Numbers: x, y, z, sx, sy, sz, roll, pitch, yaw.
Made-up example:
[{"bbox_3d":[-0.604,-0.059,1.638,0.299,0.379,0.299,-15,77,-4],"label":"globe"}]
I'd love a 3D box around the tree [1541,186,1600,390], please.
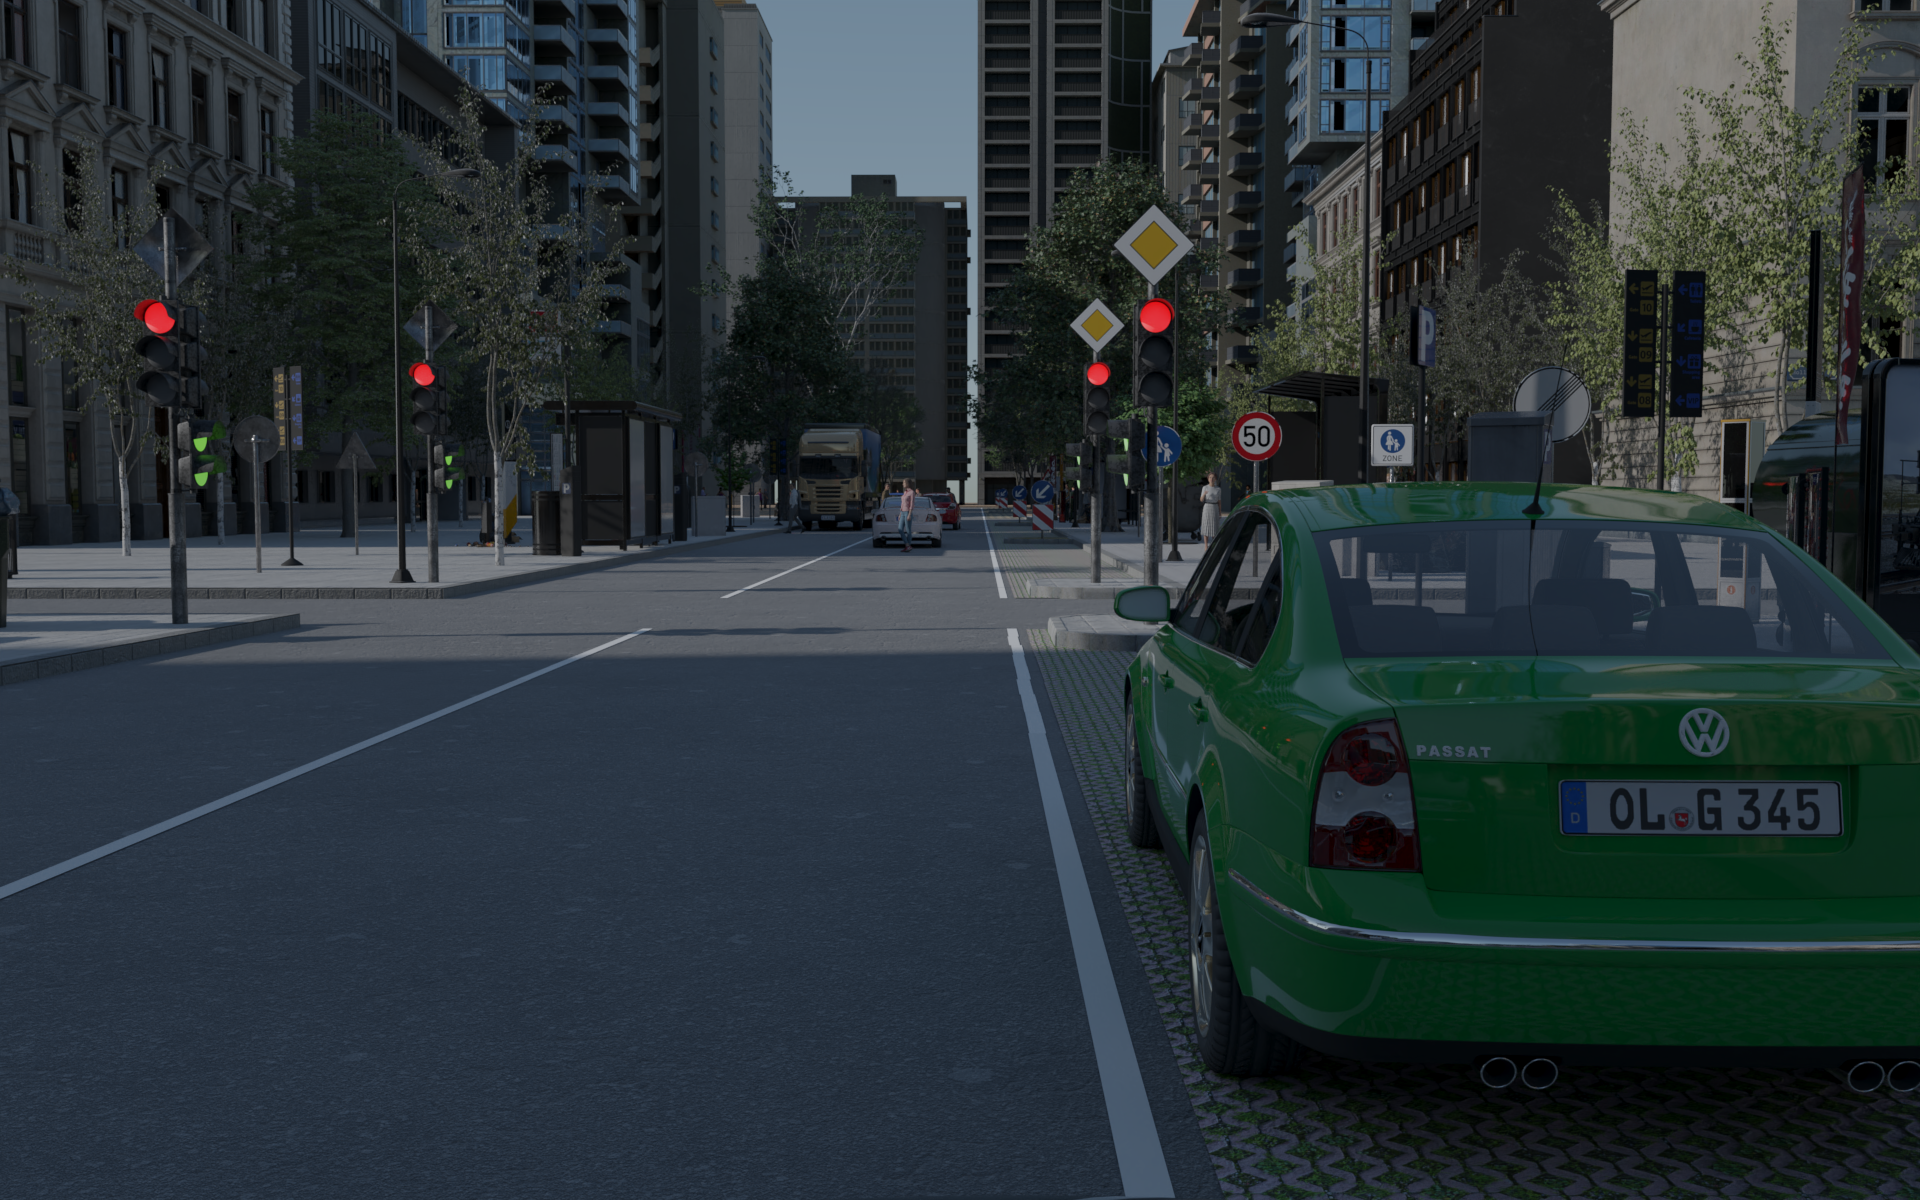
[{"bbox_3d":[13.113,-4.993,32.002,4.737,8.622,4.395,0,3,0],"label":"tree"}]

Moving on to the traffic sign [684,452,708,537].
[{"bbox_3d":[-7.922,-3.171,51.954,0.768,2.556,0.104,1,4,10],"label":"traffic sign"}]

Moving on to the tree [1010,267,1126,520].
[{"bbox_3d":[5.674,-10.079,82.916,7.486,12.596,7.792,0,3,0],"label":"tree"}]

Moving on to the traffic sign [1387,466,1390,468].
[{"bbox_3d":[8.978,-2.266,37.149,0.768,2.556,0.104,1,4,10],"label":"traffic sign"}]

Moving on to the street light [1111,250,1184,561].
[{"bbox_3d":[3.574,-3.699,33.026,1.470,5.913,1.316,0,4,1],"label":"street light"}]

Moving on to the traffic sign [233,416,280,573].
[{"bbox_3d":[-11.434,-1.717,28.175,0.768,2.556,0.104,0,4,1],"label":"traffic sign"}]

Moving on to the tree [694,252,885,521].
[{"bbox_3d":[-8.222,-10.114,82.368,9.611,12.733,9.660,0,3,0],"label":"tree"}]

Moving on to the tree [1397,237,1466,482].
[{"bbox_3d":[14.798,-6.029,48.934,4.360,8.622,3.978,0,3,0],"label":"tree"}]

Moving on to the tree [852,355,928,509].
[{"bbox_3d":[-7.645,-14.727,151.152,12.009,13.543,11.850,0,3,0],"label":"tree"}]

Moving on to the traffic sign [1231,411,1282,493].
[{"bbox_3d":[4.570,-1.628,26.724,0.768,2.556,0.104,1,4,10],"label":"traffic sign"}]

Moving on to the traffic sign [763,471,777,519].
[{"bbox_3d":[-9.804,-5.454,89.275,0.768,2.556,0.104,0,4,5],"label":"traffic sign"}]

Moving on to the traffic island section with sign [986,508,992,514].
[{"bbox_3d":[3.062,-7.241,127.018,1.989,1.847,2.006,0,4,1],"label":"traffic island section with sign"}]

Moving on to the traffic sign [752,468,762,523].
[{"bbox_3d":[-9.191,-4.704,77.023,0.768,2.556,0.104,0,4,3],"label":"traffic sign"}]

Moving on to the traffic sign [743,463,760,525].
[{"bbox_3d":[-8.630,-4.363,71.433,0.768,2.556,0.104,0,4,5],"label":"traffic sign"}]

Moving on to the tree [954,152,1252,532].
[{"bbox_3d":[5.034,-8.636,58.200,9.611,12.733,9.660,0,3,0],"label":"tree"}]

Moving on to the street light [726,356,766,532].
[{"bbox_3d":[-7.233,-5.252,58.411,1.470,5.913,1.316,0,4,1],"label":"street light"}]

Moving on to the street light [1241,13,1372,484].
[{"bbox_3d":[3.413,-2.713,16.906,1.470,5.913,1.316,0,4,1],"label":"street light"}]

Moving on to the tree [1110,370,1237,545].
[{"bbox_3d":[5.499,-3.722,44.571,4.285,4.588,4.351,0,3,0],"label":"tree"}]

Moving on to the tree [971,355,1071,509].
[{"bbox_3d":[5.918,-15.357,161.450,12.009,13.543,11.850,0,3,0],"label":"tree"}]

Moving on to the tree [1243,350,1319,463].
[{"bbox_3d":[16.319,-8.332,86.586,4.360,8.622,3.978,0,3,0],"label":"tree"}]

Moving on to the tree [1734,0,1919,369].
[{"bbox_3d":[12.946,-4.653,26.439,4.737,8.622,4.395,0,3,0],"label":"tree"}]

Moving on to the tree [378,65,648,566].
[{"bbox_3d":[-8.014,-4.922,30.833,4.360,8.622,3.978,0,3,0],"label":"tree"}]

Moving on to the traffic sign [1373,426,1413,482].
[{"bbox_3d":[6.355,-1.430,25.518,0.606,2.300,0.079,0,4,4],"label":"traffic sign"}]

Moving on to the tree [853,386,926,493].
[{"bbox_3d":[-7.065,-14.439,161.832,9.928,11.665,9.643,0,3,0],"label":"tree"}]

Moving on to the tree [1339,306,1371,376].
[{"bbox_3d":[16.292,-7.049,65.614,4.360,8.622,3.978,0,3,0],"label":"tree"}]

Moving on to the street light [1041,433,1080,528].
[{"bbox_3d":[3.876,-5.729,66.209,1.470,5.913,1.316,0,4,1],"label":"street light"}]

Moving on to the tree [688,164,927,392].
[{"bbox_3d":[-8.944,-14.996,101.067,12.611,20.169,13.585,0,3,0],"label":"tree"}]

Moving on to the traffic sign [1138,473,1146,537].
[{"bbox_3d":[5.302,-3.138,51.303,0.884,2.594,0.081,0,4,3],"label":"traffic sign"}]

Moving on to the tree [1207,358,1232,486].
[{"bbox_3d":[13.342,-7.488,72.791,4.737,8.622,4.395,0,3,0],"label":"tree"}]

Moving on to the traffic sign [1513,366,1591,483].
[{"bbox_3d":[5.900,-1.055,17.354,0.768,2.556,0.104,0,4,3],"label":"traffic sign"}]

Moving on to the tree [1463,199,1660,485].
[{"bbox_3d":[15.458,-5.633,42.469,4.360,8.622,3.978,0,3,0],"label":"tree"}]

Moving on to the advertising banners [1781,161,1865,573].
[{"bbox_3d":[5.046,-0.856,10.184,0.090,3.025,2.074,1,4,17],"label":"advertising banners"}]

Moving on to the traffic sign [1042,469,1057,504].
[{"bbox_3d":[4.513,-5.430,88.777,0.884,2.594,0.081,0,4,1],"label":"traffic sign"}]

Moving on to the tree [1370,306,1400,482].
[{"bbox_3d":[15.909,-6.573,57.833,4.360,8.622,3.978,0,3,0],"label":"tree"}]

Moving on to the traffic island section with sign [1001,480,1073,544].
[{"bbox_3d":[2.259,-2.540,50.156,1.989,1.847,2.006,0,4,1],"label":"traffic island section with sign"}]

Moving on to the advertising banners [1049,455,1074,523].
[{"bbox_3d":[4.603,-4.974,77.515,0.090,3.025,2.074,-2,4,-32],"label":"advertising banners"}]

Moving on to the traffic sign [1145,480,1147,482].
[{"bbox_3d":[7.828,-4.382,71.752,0.768,2.556,0.104,1,4,10],"label":"traffic sign"}]

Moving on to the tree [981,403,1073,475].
[{"bbox_3d":[5.583,-11.133,116.442,8.767,10.594,7.601,0,4,-2],"label":"tree"}]

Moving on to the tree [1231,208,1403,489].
[{"bbox_3d":[9.622,-5.817,45.476,4.737,8.622,4.395,0,3,0],"label":"tree"}]

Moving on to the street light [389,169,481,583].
[{"bbox_3d":[-7.534,-3.202,24.894,1.470,5.913,1.316,0,4,1],"label":"street light"}]

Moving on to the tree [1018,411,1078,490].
[{"bbox_3d":[5.054,-8.851,95.081,4.737,8.622,4.395,0,3,0],"label":"tree"}]

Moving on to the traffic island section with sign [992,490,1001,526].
[{"bbox_3d":[2.544,-4.209,77.450,1.989,1.847,2.006,0,4,1],"label":"traffic island section with sign"}]

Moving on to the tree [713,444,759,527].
[{"bbox_3d":[-8.844,-4.439,67.174,1.663,3.219,1.824,0,3,0],"label":"tree"}]

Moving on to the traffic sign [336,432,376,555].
[{"bbox_3d":[-12.657,-2.219,36.288,0.884,2.594,0.081,0,4,8],"label":"traffic sign"}]

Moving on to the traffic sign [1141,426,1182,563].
[{"bbox_3d":[3.752,-1.971,32.338,0.768,2.556,0.104,1,4,10],"label":"traffic sign"}]

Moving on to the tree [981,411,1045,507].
[{"bbox_3d":[5.932,-15.257,175.203,9.928,11.665,9.643,0,3,0],"label":"tree"}]
